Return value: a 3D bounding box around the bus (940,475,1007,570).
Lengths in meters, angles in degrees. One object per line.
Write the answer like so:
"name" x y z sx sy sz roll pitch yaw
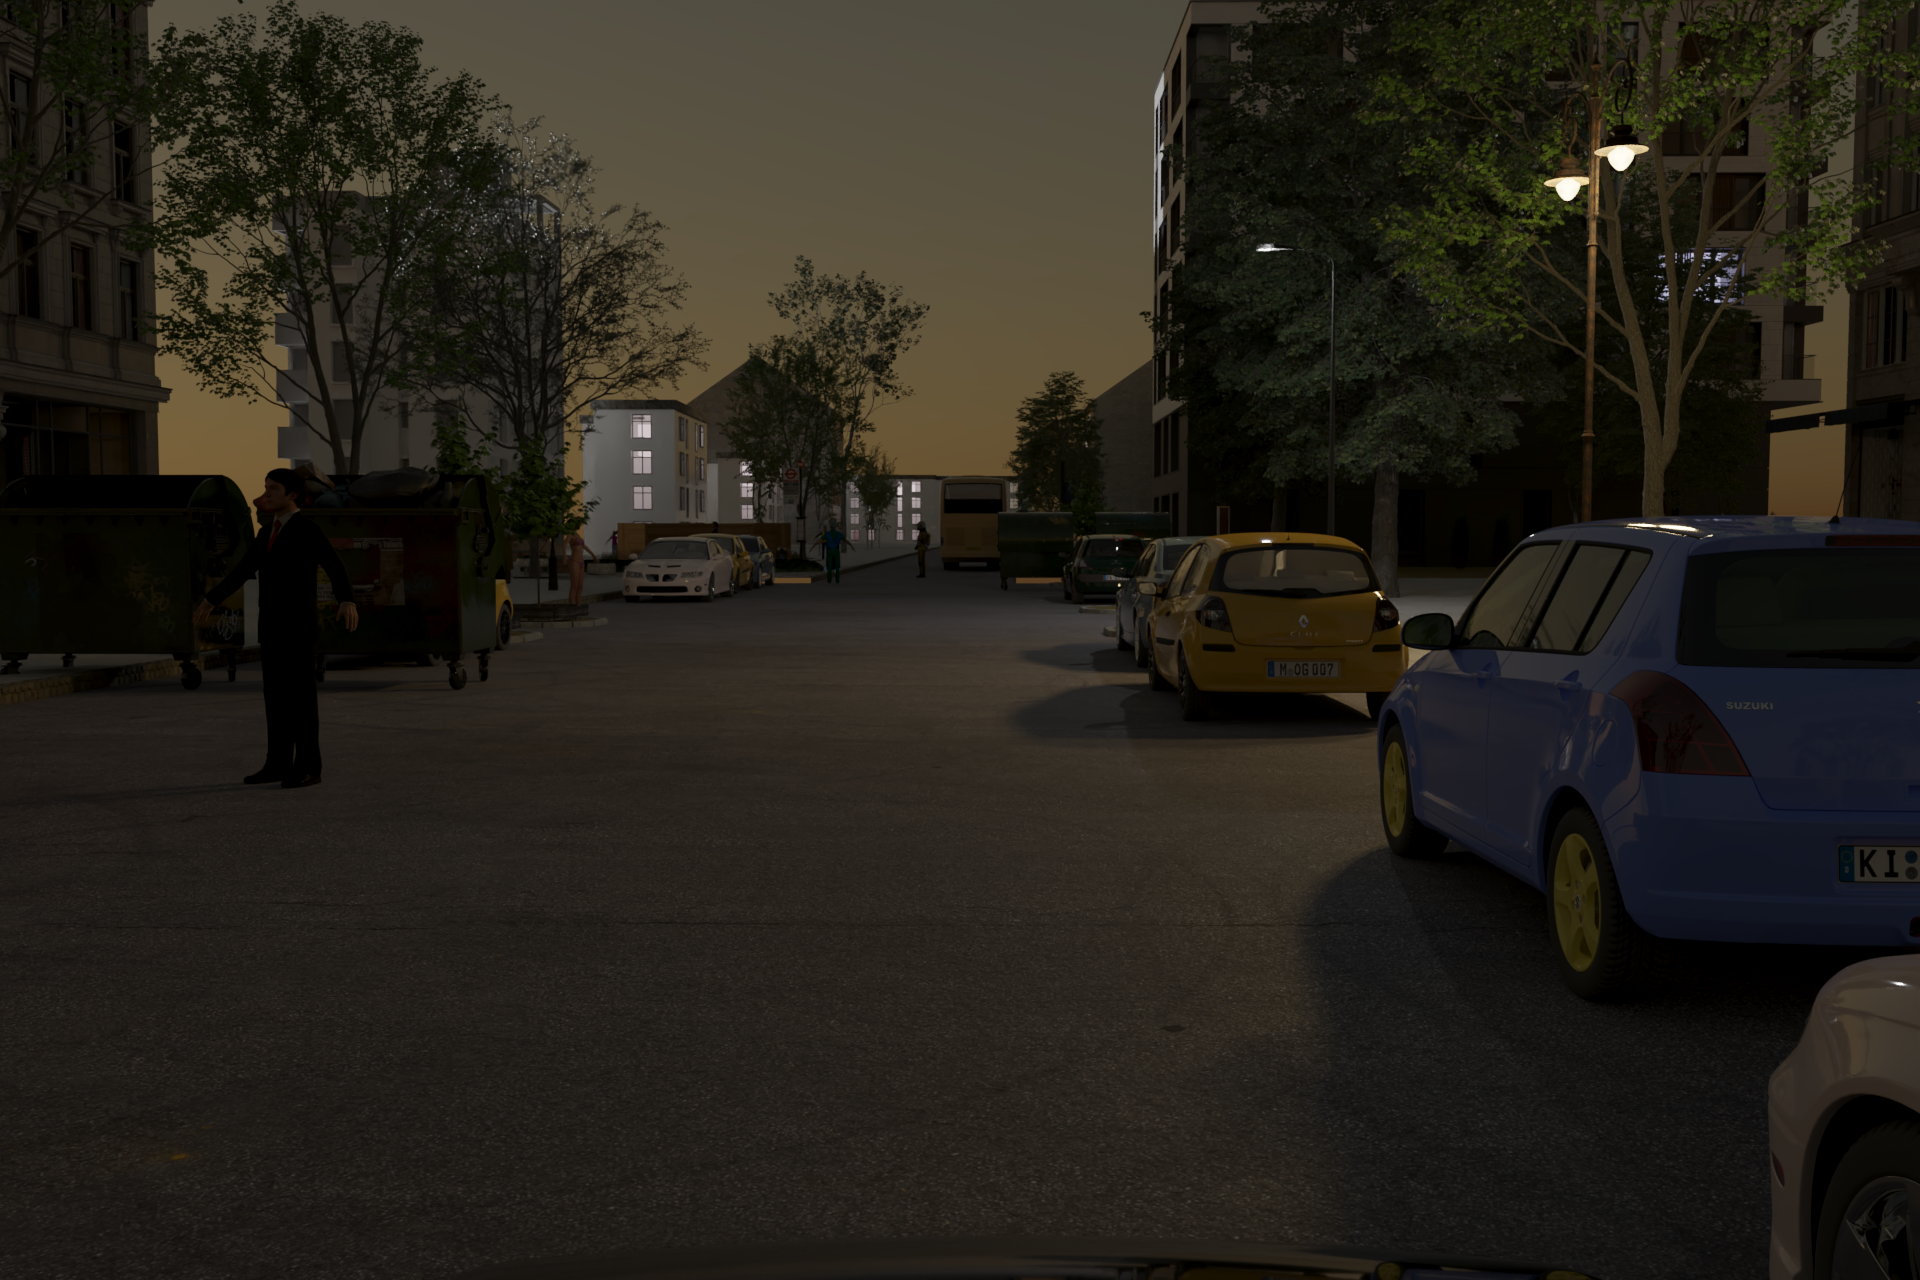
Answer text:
"bus" 0.535 -4.895 71.579 2.896 3.916 12.252 0 4 0

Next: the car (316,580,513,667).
"car" -6.470 -0.596 19.970 2.015 1.641 3.980 0 4 1

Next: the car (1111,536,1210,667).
"car" 2.781 -0.482 19.887 2.014 1.417 4.499 0 4 1

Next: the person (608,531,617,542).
"person" -16.466 -4.780 84.377 1.346 1.802 0.704 -1 4 -15

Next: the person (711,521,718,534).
"person" -8.935 -3.412 62.512 0.721 1.740 1.216 0 4 -6

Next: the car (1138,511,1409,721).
"car" 2.562 -0.273 14.685 2.015 1.641 3.980 0 4 1

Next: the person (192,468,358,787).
"person" -3.871 -0.077 9.910 1.347 1.806 0.705 2 4 30

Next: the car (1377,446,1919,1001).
"car" 2.744 0.183 6.598 1.945 1.707 3.694 0 4 1

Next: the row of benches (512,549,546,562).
"row of benches" -17.834 -3.364 70.465 1.422 0.672 4.104 0 4 8

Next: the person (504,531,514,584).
"person" -11.826 -2.328 44.839 0.721 1.736 1.217 -1 4 -12

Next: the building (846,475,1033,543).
"building" -3.610 -18.403 245.500 28.070 9.664 9.099 0 4 -3

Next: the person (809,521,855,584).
"person" -3.646 -2.513 49.677 1.347 1.817 0.704 -1 4 -16

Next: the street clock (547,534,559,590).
"street clock" -9.272 -2.132 39.423 0.358 2.002 0.471 0 4 1

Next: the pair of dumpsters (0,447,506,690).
"pair of dumpsters" -6.648 -0.693 16.289 4.436 2.255 1.574 0 4 1

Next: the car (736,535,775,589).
"car" -6.082 -2.144 47.062 2.014 1.417 4.499 0 4 1

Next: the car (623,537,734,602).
"car" -6.097 -1.563 37.909 2.083 1.381 4.827 0 4 1

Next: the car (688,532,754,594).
"car" -6.141 -1.985 42.678 2.015 1.641 3.980 0 4 1

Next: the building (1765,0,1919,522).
"building" 28.648 -17.962 39.785 12.429 33.558 17.177 0 4 1

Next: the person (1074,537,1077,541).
"person" 5.426 -4.142 73.868 1.345 1.843 0.704 -1 4 -14

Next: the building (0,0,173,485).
"building" -28.069 -11.040 30.474 10.553 20.879 40.483 0 4 1

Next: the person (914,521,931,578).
"person" -1.290 -2.985 57.023 0.705 1.858 1.354 0 4 7

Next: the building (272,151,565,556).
"building" -27.994 -14.108 87.091 16.016 20.090 11.380 0 4 1

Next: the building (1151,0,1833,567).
"building" 22.952 -14.609 82.838 27.936 21.610 32.646 0 4 1

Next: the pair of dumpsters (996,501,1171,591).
"pair of dumpsters" 3.148 -2.406 44.290 4.436 2.255 1.574 0 4 1

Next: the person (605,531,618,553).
"person" -15.688 -4.252 78.794 0.991 1.433 0.599 1 4 15

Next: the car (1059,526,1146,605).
"car" 3.125 -1.641 36.620 2.009 1.686 4.222 0 3 0

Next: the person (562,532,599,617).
"person" -6.597 -1.273 30.075 0.721 1.733 1.217 1 4 15

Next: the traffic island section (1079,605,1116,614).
"traffic island section" 3.200 -0.547 31.812 1.991 0.108 1.994 0 4 1

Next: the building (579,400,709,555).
"building" -22.232 -11.015 122.236 9.099 9.664 28.070 0 3 0

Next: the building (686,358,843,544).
"building" -24.862 -23.895 221.618 19.493 23.208 18.063 0 4 0

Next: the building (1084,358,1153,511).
"building" 24.767 -23.163 209.645 19.493 23.208 18.063 0 4 1

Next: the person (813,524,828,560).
"person" -6.651 -4.838 85.568 1.216 1.772 0.721 0 4 -7

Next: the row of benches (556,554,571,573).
"row of benches" -11.590 -2.161 50.795 1.422 0.672 4.104 -1 4 -12

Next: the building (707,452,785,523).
"building" -23.904 -15.248 191.456 9.099 9.664 28.070 0 4 1

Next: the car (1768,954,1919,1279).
"car" 2.218 0.702 0.882 2.083 1.381 4.827 0 3 0
